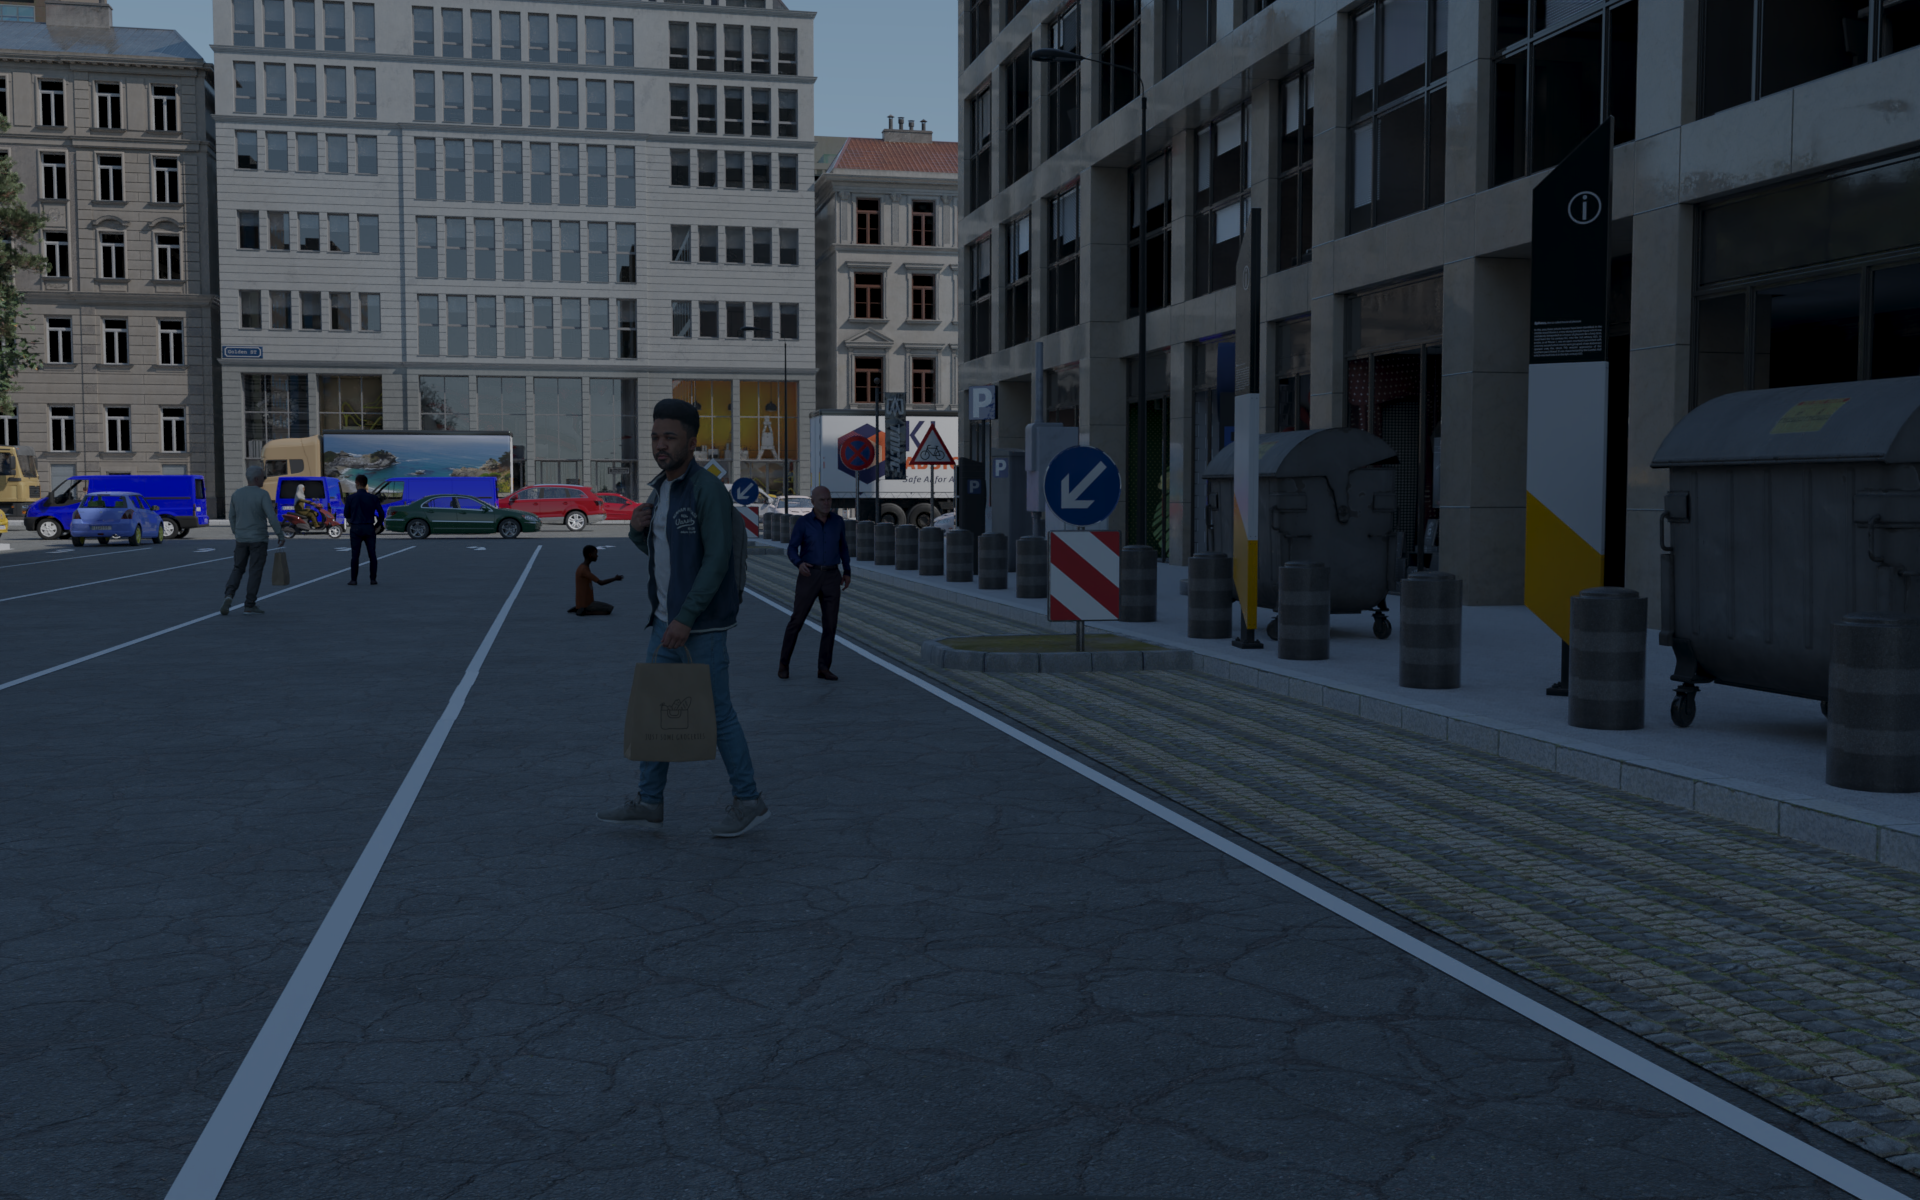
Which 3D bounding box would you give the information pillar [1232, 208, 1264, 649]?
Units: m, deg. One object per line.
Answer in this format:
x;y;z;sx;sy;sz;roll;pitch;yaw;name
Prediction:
2.399;-1.414;14.472;0.183;3.616;0.504;0;4;-6;information pillar

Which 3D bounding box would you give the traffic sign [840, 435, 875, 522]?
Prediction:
-2.236;-2.305;37.786;0.768;2.556;0.104;-1;4;-9;traffic sign

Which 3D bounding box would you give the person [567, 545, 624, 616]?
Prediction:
-4.332;-0.234;20.620;0.655;0.850;0.859;-1;4;-17;person

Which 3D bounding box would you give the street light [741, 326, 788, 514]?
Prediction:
-5.389;-4.630;48.237;1.470;5.913;1.316;-1;4;-13;street light

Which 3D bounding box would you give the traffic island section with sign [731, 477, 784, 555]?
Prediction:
-5.310;-2.002;41.367;1.989;1.847;2.006;-1;4;-13;traffic island section with sign

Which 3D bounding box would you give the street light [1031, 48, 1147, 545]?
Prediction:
1.416;-2.801;18.340;1.470;5.913;1.316;-1;4;-13;street light

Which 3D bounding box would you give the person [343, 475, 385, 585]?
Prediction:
-9.441;-1.112;27.391;0.576;1.737;0.504;-3;4;-36;person

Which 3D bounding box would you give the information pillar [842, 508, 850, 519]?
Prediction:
-5.809;-5.114;88.109;0.304;2.012;0.304;1;4;16;information pillar

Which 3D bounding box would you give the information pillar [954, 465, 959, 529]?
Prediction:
0.008;-2.401;43.748;0.304;2.012;0.304;-1;4;-8;information pillar

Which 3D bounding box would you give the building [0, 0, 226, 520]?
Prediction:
-50.297;-17.829;88.772;25.104;27.353;12.463;-1;4;-13;building

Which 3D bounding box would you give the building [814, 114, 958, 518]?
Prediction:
1.860;-16.090;99.221;21.152;22.565;11.583;-1;4;-13;building

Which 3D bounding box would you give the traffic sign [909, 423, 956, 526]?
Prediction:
-0.512;-1.949;31.876;0.884;2.594;0.081;-1;4;-11;traffic sign

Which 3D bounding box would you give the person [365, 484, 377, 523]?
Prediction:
-19.829;-2.991;57.760;0.694;1.780;0.624;-2;4;-28;person

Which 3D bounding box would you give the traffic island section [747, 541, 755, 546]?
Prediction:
-6.812;-1.576;48.042;2.009;0.180;2.903;-1;4;-13;traffic island section

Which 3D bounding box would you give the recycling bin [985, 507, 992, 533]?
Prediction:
0.397;-1.345;34.542;0.722;1.027;0.722;0;4;-7;recycling bin

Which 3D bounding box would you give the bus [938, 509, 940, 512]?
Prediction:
4.236;-4.210;63.697;13.247;3.499;2.948;-1;4;-11;bus

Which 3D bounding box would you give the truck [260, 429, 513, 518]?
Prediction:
-25.602;-5.365;76.625;11.283;4.237;2.839;-1;4;-12;truck

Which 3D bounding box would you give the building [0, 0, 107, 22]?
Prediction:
-77.715;-29.971;140.131;14.600;45.320;14.200;-1;4;-13;building

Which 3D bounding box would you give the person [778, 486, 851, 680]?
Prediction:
-1.137;-0.129;13.301;0.574;1.496;0.600;0;4;1;person

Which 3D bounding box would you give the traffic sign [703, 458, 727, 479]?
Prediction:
-6.834;-2.711;47.959;0.795;2.450;0.064;-1;4;-13;traffic sign

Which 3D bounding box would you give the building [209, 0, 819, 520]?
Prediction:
-23.221;-19.323;93.426;29.804;29.767;11.434;-1;4;-13;building

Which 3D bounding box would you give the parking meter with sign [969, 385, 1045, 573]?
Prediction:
0.902;-1.977;28.578;0.543;3.016;1.738;3;5;39;parking meter with sign

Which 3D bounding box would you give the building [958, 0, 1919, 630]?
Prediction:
13.057;-13.819;30.455;19.350;26.468;34.151;-1;4;-13;building

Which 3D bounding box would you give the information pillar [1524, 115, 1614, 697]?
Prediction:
3.859;-1.199;10.957;0.504;3.616;0.183;2;4;33;information pillar

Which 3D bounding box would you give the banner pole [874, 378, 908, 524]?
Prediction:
-1.557;-2.901;37.455;0.863;3.779;0.401;0;4;-5;banner pole

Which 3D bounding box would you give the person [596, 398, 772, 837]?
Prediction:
-1.135;0.080;7.181;0.713;1.824;0.794;-1;4;-19;person

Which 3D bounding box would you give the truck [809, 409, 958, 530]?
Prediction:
0.590;-4.310;59.384;11.283;4.237;2.839;-1;4;-13;truck

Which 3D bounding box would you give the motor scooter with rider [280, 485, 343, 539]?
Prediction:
-20.902;-2.855;55.645;1.986;1.779;0.876;-1;4;-11;motor scooter with rider

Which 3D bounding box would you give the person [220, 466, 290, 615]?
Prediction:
-8.340;-0.706;20.533;0.782;1.767;0.515;1;4;12;person

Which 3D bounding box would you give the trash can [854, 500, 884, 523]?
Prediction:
-2.233;-1.893;42.600;0.748;1.137;0.748;0;3;0;trash can

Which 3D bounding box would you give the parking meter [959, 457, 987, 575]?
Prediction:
0.202;-1.330;27.462;0.399;1.863;0.255;-1;4;-16;parking meter

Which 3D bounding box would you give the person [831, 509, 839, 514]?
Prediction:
-4.338;-3.212;60.874;0.748;1.841;0.638;0;4;0;person

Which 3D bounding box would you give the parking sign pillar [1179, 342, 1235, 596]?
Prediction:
3.532;-2.052;22.023;1.447;3.967;1.447;1;4;11;parking sign pillar

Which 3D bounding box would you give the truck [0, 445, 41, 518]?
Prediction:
-40.262;-4.356;67.137;9.791;3.379;3.469;-1;4;-14;truck

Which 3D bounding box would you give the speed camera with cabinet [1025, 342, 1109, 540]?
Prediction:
1.348;-1.691;21.979;0.660;3.252;2.038;-1;4;-11;speed camera with cabinet

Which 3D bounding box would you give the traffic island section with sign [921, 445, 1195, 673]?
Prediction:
0.724;-0.375;14.766;1.989;1.847;2.006;-1;4;-13;traffic island section with sign
